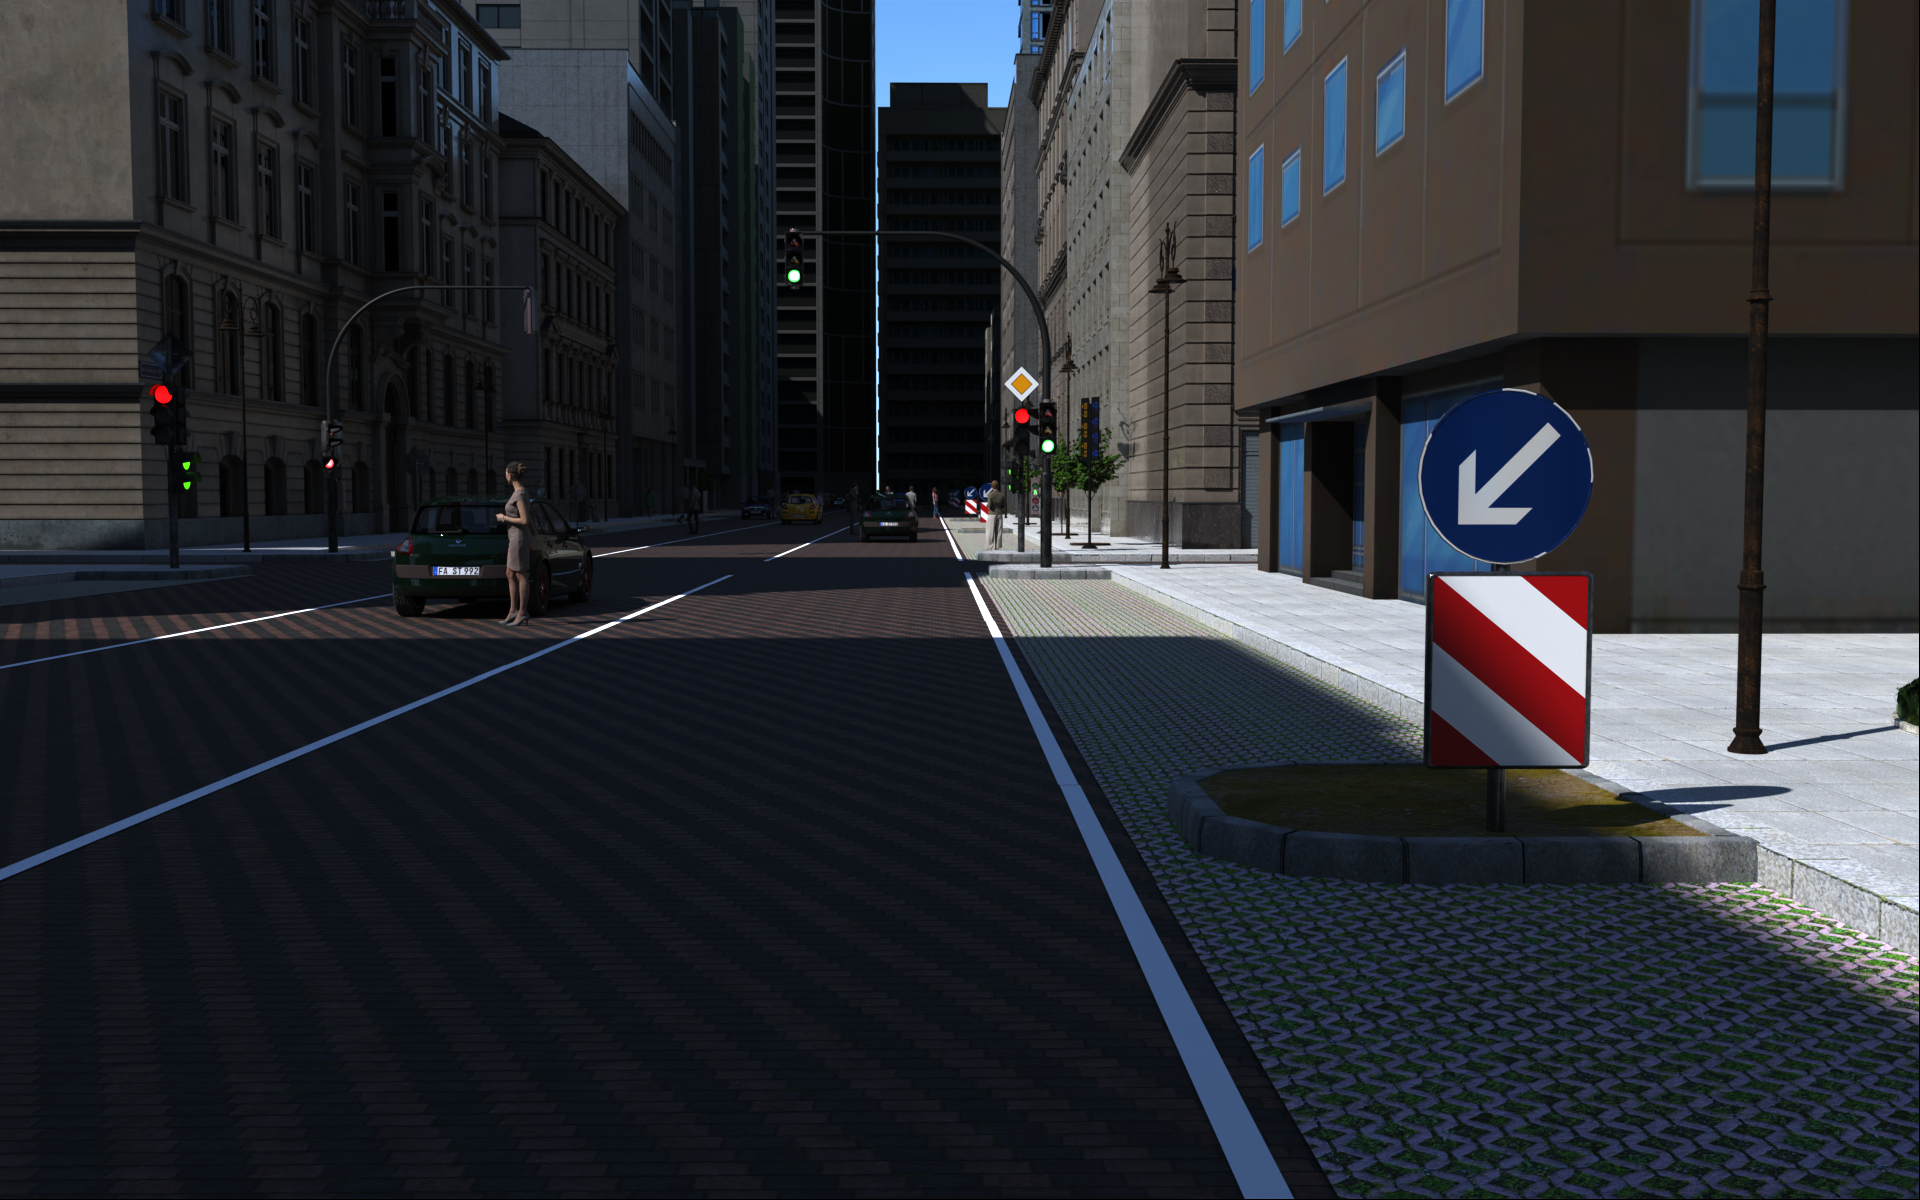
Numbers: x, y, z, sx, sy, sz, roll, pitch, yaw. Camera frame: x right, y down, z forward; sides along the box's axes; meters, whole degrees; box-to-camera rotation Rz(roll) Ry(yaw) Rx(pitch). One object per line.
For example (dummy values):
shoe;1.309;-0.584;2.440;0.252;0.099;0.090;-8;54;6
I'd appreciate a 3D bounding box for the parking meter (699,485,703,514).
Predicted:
parking meter;-16.622;-6.444;111.064;0.255;1.863;0.399;-1;4;-9

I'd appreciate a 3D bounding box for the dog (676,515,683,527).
dog;-12.404;-3.511;76.687;0.540;0.507;0.406;1;4;22

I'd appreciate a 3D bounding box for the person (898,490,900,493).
person;-6.202;-10.258;176.202;1.348;1.826;0.705;-1;4;-9

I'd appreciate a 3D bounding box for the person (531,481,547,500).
person;-16.225;-3.708;66.864;0.606;1.804;0.583;-1;4;-21

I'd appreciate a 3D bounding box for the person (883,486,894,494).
person;-3.351;-4.467;81.660;0.709;1.813;0.853;1;4;12

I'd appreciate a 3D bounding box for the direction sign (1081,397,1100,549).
direction sign;3.051;-2.977;40.672;0.379;3.537;0.876;-1;4;-23

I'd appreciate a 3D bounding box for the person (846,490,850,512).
person;-8.885;-7.954;139.262;0.721;1.736;1.217;1;4;17

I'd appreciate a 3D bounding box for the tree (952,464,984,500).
tree;0.853;-12.271;184.352;4.285;4.588;4.351;0;3;0

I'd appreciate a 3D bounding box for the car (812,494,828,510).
car;-12.831;-8.773;155.228;2.131;1.459;4.920;0;4;1

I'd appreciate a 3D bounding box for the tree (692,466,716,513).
tree;-17.468;-7.553;118.088;1.663;3.219;1.824;0;3;0

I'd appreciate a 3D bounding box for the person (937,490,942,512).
person;-1.681;-8.136;142.054;0.617;1.759;0.750;-2;4;-29

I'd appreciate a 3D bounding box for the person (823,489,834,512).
person;-10.507;-7.823;136.409;1.348;1.824;0.705;-2;4;-35

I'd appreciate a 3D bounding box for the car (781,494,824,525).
car;-7.470;-4.389;81.991;2.015;1.641;3.980;0;3;0

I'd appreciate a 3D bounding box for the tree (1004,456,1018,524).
tree;2.768;-4.813;73.301;1.663;3.219;1.824;0;3;0

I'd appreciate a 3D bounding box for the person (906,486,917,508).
person;-2.277;-4.486;82.041;0.606;1.804;0.583;1;4;19

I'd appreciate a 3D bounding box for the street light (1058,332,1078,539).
street light;3.090;-4.688;49.439;0.468;5.910;1.993;0;4;-1

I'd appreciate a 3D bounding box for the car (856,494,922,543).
car;-2.156;-2.615;52.546;2.009;1.686;4.222;0;4;-2

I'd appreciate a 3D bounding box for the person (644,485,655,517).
person;-17.181;-5.482;95.915;0.600;1.795;0.529;0;4;-4

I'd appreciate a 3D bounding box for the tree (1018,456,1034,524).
tree;3.046;-3.627;53.901;1.663;3.219;1.824;0;3;0

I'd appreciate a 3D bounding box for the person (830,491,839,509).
person;-11.906;-9.337;161.949;1.217;1.735;0.721;2;4;24

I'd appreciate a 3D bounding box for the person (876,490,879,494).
person;-7.492;-9.186;158.652;0.705;1.831;1.348;1;4;20

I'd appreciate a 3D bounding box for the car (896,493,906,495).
car;-4.296;-7.333;129.481;1.945;1.707;3.694;0;4;-1

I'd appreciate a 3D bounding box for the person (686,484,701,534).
person;-9.514;-3.249;61.803;0.473;1.802;0.592;3;4;39

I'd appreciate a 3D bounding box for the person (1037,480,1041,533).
person;2.723;-3.077;56.534;0.511;1.800;0.466;-3;5;-41

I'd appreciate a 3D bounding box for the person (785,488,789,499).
person;-11.853;-6.787;119.481;0.705;1.823;1.348;-1;4;-9

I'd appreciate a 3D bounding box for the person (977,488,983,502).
person;1.626;-8.098;138.892;0.568;1.767;0.683;-2;4;-30

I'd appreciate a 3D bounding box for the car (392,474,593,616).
car;-5.754;-0.727;21.676;2.009;1.686;4.222;0;4;-1

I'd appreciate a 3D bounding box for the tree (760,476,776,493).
tree;-18.175;-10.523;166.655;1.663;3.219;1.824;0;3;0

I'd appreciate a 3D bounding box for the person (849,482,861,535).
person;-3.724;-3.251;61.467;0.447;1.846;0.655;0;4;-3

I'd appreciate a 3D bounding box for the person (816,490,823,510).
person;-10.639;-7.485;131.553;0.551;1.740;0.621;-3;5;-42

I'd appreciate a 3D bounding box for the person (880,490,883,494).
person;-8.271;-10.603;181.958;1.348;1.812;0.705;3;5;41

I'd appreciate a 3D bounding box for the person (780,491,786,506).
person;-16.233;-9.281;160.775;0.617;1.759;0.750;3;5;41

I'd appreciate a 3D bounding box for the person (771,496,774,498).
person;-18.845;-10.211;173.701;0.721;1.735;1.217;0;4;-3

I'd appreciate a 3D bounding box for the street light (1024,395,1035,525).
street light;2.775;-5.988;70.689;0.468;5.910;1.993;0;4;-1

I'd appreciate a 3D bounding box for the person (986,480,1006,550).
person;0.828;-1.985;41.502;0.519;1.759;0.362;-2;4;-25

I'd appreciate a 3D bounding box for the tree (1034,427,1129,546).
tree;3.154;-2.988;43.452;1.663;3.219;1.824;0;3;0

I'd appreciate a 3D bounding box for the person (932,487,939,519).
person;-1.435;-5.652;100.916;0.388;1.821;0.555;0;4;4

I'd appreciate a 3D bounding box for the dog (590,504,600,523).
dog;-16.572;-3.916;78.412;0.513;0.831;0.800;0;4;2

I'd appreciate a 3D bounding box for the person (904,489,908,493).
person;-4.761;-8.760;151.589;0.709;1.838;0.599;1;4;11

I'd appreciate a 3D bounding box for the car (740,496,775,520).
car;-11.491;-5.268;98.712;1.945;1.354;3.894;0;4;-2

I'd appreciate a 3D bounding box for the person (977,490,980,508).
person;1.784;-9.413;160.619;0.551;1.740;0.621;-2;4;-28

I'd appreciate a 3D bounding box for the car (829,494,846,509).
car;-11.976;-9.398;165.448;2.131;1.459;4.920;0;4;-2

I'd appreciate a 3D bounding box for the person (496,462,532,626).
person;-4.841;-0.609;18.798;0.374;1.781;0.599;-1;4;-16
